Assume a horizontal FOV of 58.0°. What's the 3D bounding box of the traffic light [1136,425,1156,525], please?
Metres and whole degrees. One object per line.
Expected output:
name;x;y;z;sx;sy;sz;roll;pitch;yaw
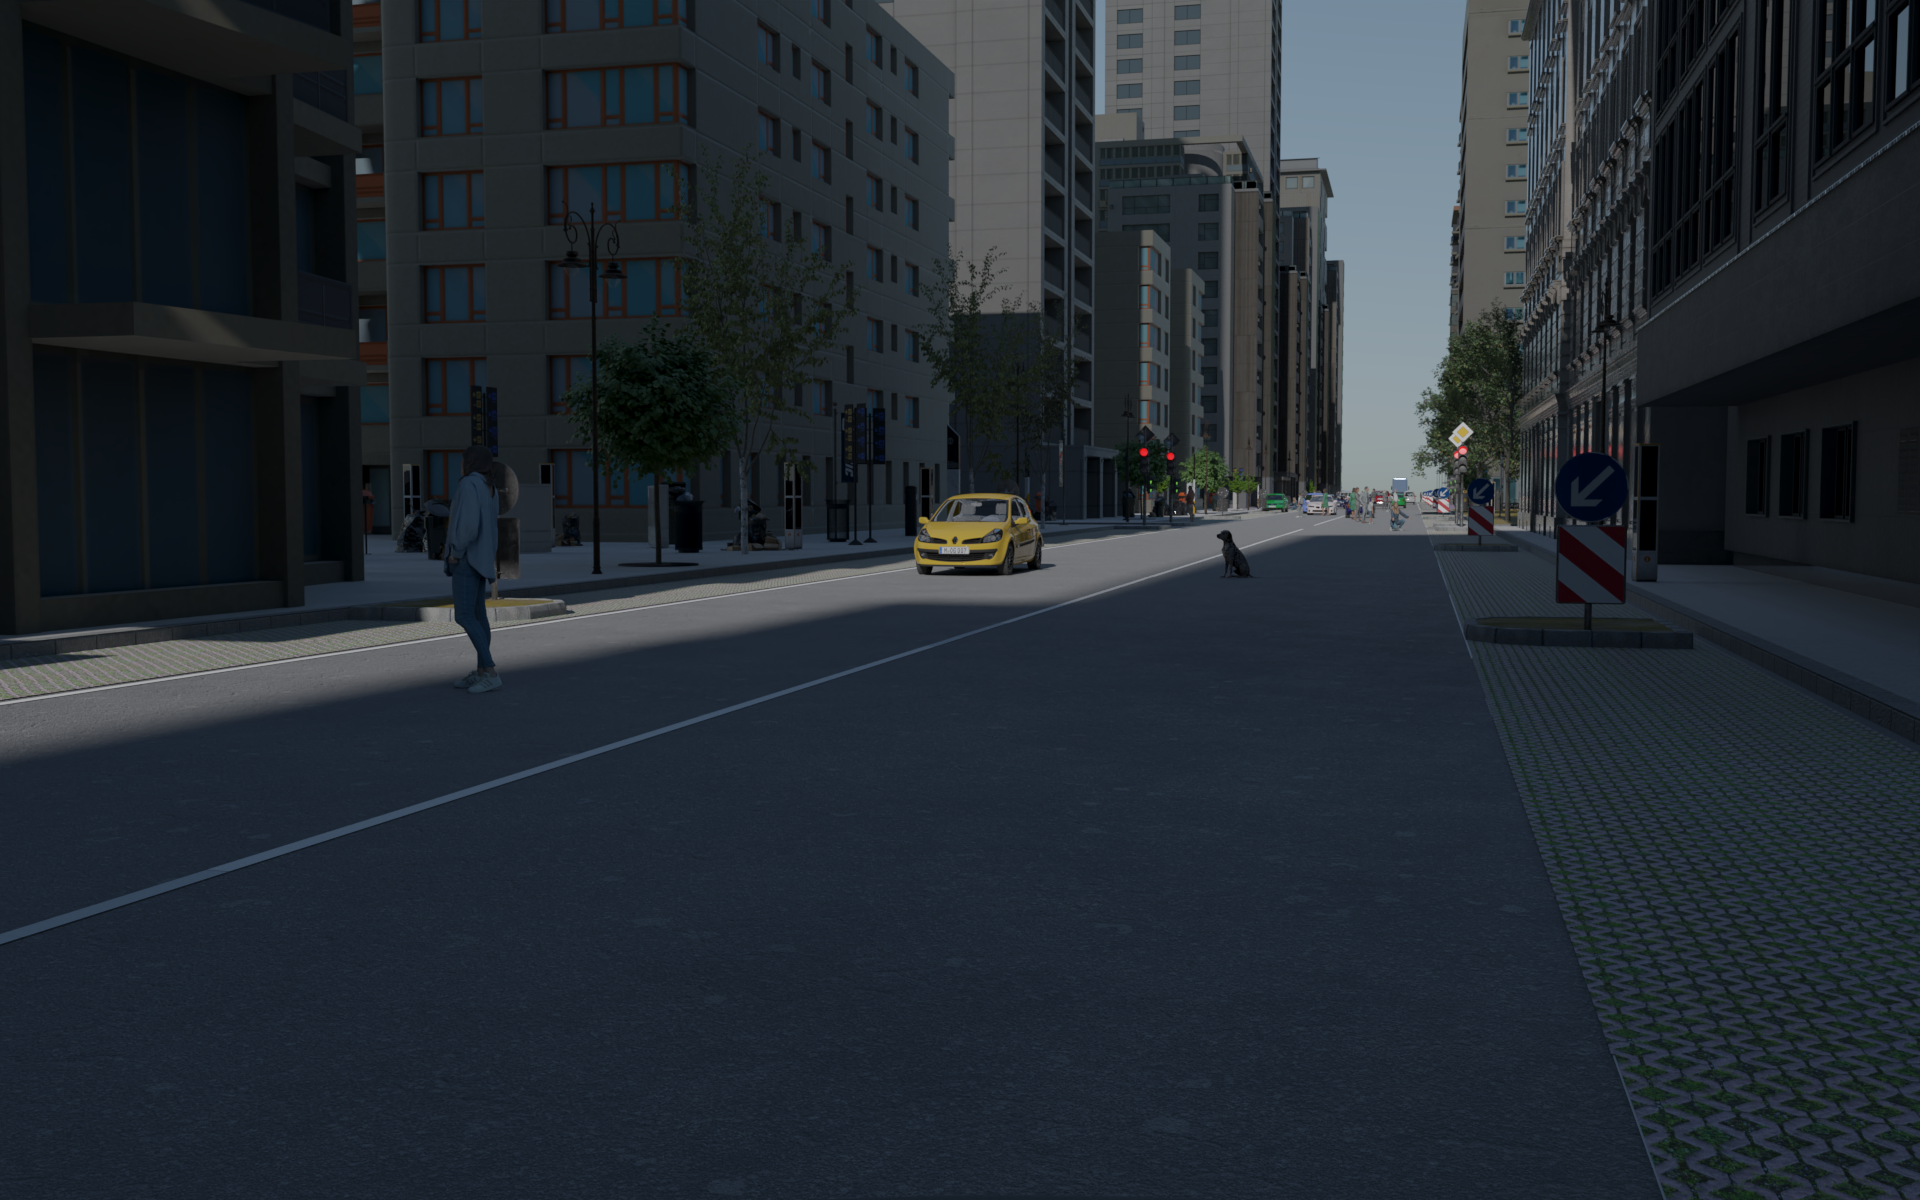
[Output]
traffic light;7.560;-5.001;70.682;0.839;4.253;0.868;1;4;15

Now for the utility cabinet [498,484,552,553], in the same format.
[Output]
utility cabinet;-9.459;-1.761;37.464;1.173;1.500;0.318;-3;4;-37

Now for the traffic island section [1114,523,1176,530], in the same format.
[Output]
traffic island section;7.524;-2.969;70.827;2.009;0.180;2.903;1;4;15

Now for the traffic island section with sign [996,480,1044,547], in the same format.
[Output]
traffic island section with sign;1.206;-2.330;46.716;1.989;1.847;2.006;1;4;15

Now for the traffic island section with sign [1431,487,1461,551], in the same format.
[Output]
traffic island section with sign;13.015;-2.149;43.761;1.989;1.847;2.006;1;4;15

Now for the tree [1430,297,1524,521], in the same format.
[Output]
tree;25.903;-9.061;82.563;7.601;10.594;8.767;-1;4;-14

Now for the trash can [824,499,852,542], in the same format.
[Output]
trash can;-3.260;-2.119;46.297;0.748;1.137;0.748;0;3;0

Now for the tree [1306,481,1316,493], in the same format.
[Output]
tree;45.939;-14.188;226.566;1.663;3.219;1.824;0;3;0

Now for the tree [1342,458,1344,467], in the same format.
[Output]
tree;65.577;-21.724;305.542;4.360;8.622;3.978;0;3;0

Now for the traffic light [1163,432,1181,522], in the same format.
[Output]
traffic light;9.585;-5.473;78.408;0.839;4.253;0.868;1;4;15

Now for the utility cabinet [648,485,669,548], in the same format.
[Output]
utility cabinet;-7.210;-1.996;41.314;0.318;1.500;1.173;-1;4;-20

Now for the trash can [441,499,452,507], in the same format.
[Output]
trash can;-13.406;-2.071;45.520;0.748;1.137;0.748;0;3;0

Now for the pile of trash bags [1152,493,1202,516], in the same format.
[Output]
pile of trash bags;12.700;-5.696;102.886;1.912;1.369;3.447;2;4;28

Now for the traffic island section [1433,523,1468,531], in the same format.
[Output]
traffic island section;21.632;-3.248;75.392;2.009;0.180;2.903;1;4;15

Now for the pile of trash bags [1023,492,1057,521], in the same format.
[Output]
pile of trash bags;3.688;-4.447;82.463;1.912;1.369;3.447;0;4;-3

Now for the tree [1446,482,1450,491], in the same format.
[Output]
tree;64.765;-14.296;228.347;1.663;3.219;1.824;0;3;0

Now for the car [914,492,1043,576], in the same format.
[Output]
car;0.369;-1.321;31.824;2.015;1.641;3.980;1;4;14

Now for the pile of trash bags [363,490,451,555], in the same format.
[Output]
pile of trash bags;-11.713;-1.718;37.841;3.447;1.369;1.912;-3;5;-42

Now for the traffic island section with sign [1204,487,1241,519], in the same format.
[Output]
traffic island section with sign;15.203;-5.594;100.084;1.989;1.847;2.006;1;4;15

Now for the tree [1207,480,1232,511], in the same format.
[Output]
tree;19.625;-8.535;134.147;1.663;3.219;1.824;0;3;0

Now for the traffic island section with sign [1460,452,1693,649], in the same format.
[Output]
traffic island section with sign;6.013;-0.514;17.037;1.989;1.847;2.006;1;4;15

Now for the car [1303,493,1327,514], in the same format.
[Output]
car;25.945;-7.152;126.529;1.945;1.707;3.694;1;4;13

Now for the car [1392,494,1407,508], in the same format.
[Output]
car;44.033;-10.132;174.452;1.959;1.807;4.718;1;4;15

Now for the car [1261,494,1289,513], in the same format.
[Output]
car;24.502;-7.698;134.666;1.959;1.807;4.718;1;4;16

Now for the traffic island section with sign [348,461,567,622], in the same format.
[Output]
traffic island section with sign;-5.728;-0.711;20.253;1.989;1.847;2.006;1;4;15

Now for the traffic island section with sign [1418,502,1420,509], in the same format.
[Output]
traffic island section with sign;33.969;-7.038;123.704;1.989;1.847;2.006;1;4;15

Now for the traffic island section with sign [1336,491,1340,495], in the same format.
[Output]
traffic island section with sign;55.596;-15.021;254.225;1.989;1.847;2.006;1;4;15

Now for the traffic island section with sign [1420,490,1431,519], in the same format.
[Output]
traffic island section with sign;27.136;-5.443;97.626;1.989;1.847;2.006;1;4;15

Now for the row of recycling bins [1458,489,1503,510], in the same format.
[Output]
row of recycling bins;41.067;-7.926;136.695;3.534;1.692;1.069;2;4;26

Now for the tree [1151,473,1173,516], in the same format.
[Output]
tree;11.463;-6.448;100.028;1.663;3.219;1.824;0;3;0

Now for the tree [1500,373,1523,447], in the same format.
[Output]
tree;30.991;-8.708;92.744;4.360;8.622;3.978;0;3;0

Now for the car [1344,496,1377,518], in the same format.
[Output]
car;24.149;-5.623;104.521;1.945;1.354;3.894;1;4;13

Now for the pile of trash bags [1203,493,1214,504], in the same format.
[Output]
pile of trash bags;19.943;-8.300;145.453;3.447;1.369;1.912;3;5;40

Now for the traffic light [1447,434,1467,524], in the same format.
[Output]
traffic light;21.596;-5.282;75.287;0.839;4.253;0.868;1;4;15

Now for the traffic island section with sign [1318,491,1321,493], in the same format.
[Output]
traffic island section with sign;41.771;-11.792;201.430;1.989;1.847;2.006;1;4;15

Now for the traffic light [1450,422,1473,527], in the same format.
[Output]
traffic light;19.571;-4.810;67.562;0.839;4.253;0.868;1;4;15

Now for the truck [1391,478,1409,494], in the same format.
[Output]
truck;70.695;-17.688;278.956;2.967;4.110;18.799;1;4;16

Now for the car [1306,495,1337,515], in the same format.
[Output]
car;24.799;-6.499;118.612;2.083;1.381;4.827;1;4;15

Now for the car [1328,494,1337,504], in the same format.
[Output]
car;33.128;-8.840;156.534;2.014;1.417;4.499;1;4;16

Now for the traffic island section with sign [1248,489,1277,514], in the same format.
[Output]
traffic island section with sign;22.195;-7.227;126.790;1.989;1.847;2.006;1;4;15

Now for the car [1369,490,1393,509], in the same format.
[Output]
car;40.734;-9.720;167.599;2.281;1.827;5.304;1;4;15

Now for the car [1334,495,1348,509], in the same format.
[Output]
car;36.660;-9.505;167.980;1.945;1.354;3.894;1;4;16

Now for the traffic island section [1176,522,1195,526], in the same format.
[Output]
traffic island section;9.548;-3.442;78.552;2.009;0.180;2.903;1;4;15

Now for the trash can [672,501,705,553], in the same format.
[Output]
trash can;-5.931;-1.602;37.849;0.748;1.137;0.748;0;3;0

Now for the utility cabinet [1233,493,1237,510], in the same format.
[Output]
utility cabinet;22.226;-8.031;139.989;0.318;1.500;1.173;1;4;9

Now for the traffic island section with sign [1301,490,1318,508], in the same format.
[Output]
traffic island section with sign;34.909;-10.192;175.265;1.989;1.847;2.006;1;4;15

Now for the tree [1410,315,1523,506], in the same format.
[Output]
tree;33.480;-11.871;111.097;9.611;12.733;9.660;0;3;0
